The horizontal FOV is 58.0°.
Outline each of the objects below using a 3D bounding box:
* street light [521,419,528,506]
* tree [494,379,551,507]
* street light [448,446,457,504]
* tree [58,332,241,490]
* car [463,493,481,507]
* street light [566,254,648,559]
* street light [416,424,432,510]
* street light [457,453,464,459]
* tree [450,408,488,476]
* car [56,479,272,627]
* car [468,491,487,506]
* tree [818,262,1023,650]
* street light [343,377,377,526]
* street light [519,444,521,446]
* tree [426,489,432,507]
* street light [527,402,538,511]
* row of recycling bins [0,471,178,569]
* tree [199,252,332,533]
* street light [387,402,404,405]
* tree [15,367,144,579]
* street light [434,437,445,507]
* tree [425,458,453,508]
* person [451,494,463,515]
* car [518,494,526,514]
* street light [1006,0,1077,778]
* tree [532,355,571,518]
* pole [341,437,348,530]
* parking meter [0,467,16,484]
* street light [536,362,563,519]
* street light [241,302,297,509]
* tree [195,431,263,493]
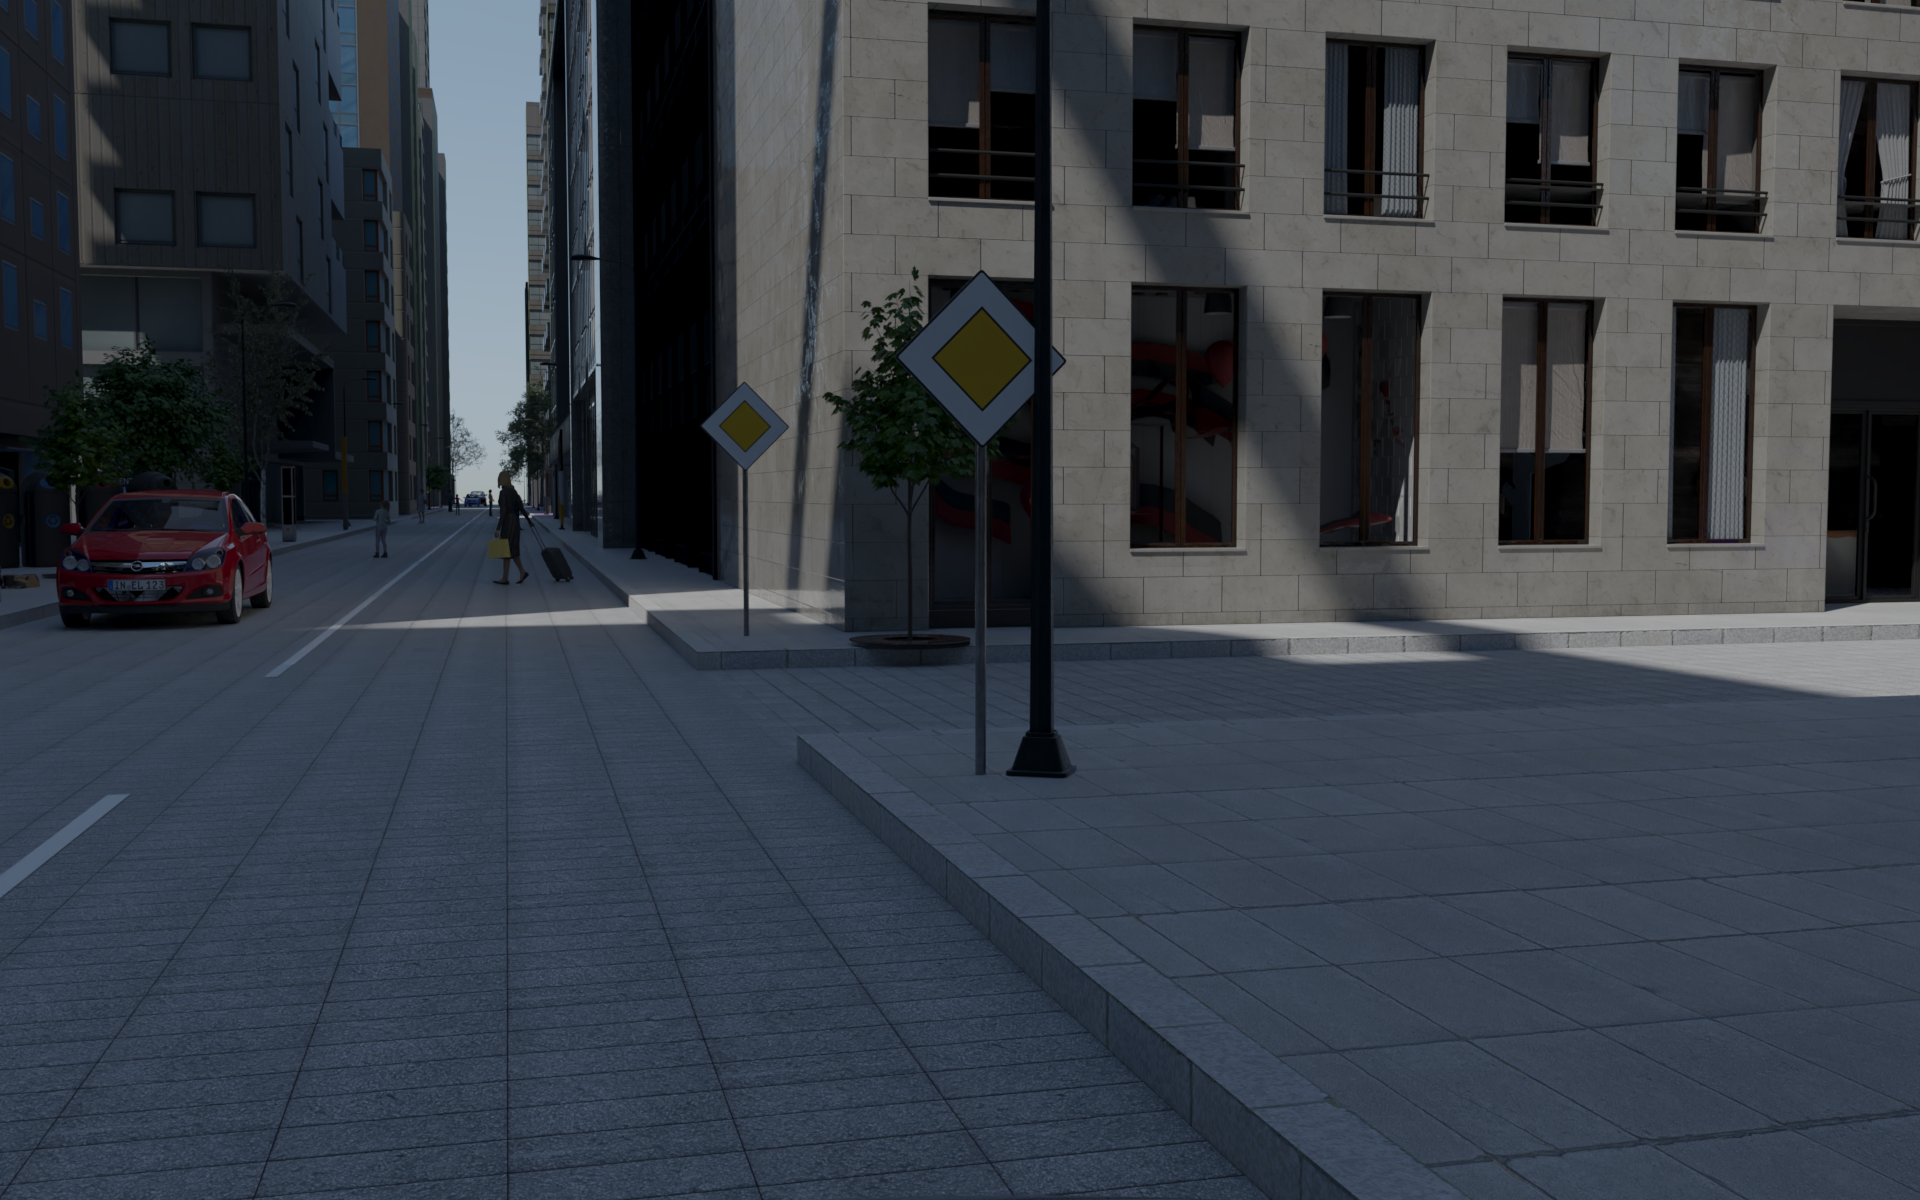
[{"bbox_3d":[-26.234,-8.245,107.348,1.470,5.913,1.316,-1,4,-15],"label":"street light"},{"bbox_3d":[-41.548,-15.604,172.126,9.611,12.733,9.660,0,3,0],"label":"tree"},{"bbox_3d":[-49.948,-11.977,168.364,1.470,5.913,1.316,-1,4,-15],"label":"street light"},{"bbox_3d":[-16.452,-3.152,35.249,4.285,4.588,4.351,0,3,0],"label":"tree"},{"bbox_3d":[-55.494,-11.458,196.931,1.945,1.707,3.694,-1,4,-15],"label":"car"},{"bbox_3d":[-6.862,-3.748,33.820,1.470,5.913,1.316,-1,4,-15],"label":"street light"},{"bbox_3d":[-35.936,-8.700,114.786,1.470,5.913,1.316,-1,4,-15],"label":"street light"},{"bbox_3d":[-57.060,-13.621,195.237,1.470,5.913,1.316,-1,4,-15],"label":"street light"},{"bbox_3d":[-70.368,-20.116,239.267,12.009,13.543,11.850,0,3,0],"label":"tree"},{"bbox_3d":[-9.176,-0.682,20.187,2.155,1.783,4.494,-1,4,-15],"label":"car"},{"bbox_3d":[-56.186,-11.807,201.714,2.281,1.827,5.304,-1,4,-14],"label":"car"},{"bbox_3d":[-0.414,-1.220,14.542,1.663,3.219,1.824,0,3,0],"label":"tree"},{"bbox_3d":[-23.870,-5.891,68.860,1.470,5.913,1.316,-1,4,-15],"label":"street light"},{"bbox_3d":[-33.368,-9.909,134.549,1.470,5.913,1.316,-1,4,-15],"label":"street light"},{"bbox_3d":[-51.453,-10.512,166.477,1.663,3.219,1.824,0,3,0],"label":"tree"},{"bbox_3d":[-21.094,-7.065,88.049,1.470,5.913,1.316,-1,4,-15],"label":"street light"},{"bbox_3d":[-15.817,-1.452,30.845,3.534,1.692,1.069,-3,5,-44],"label":"row of recycling bins"},{"bbox_3d":[-21.485,-6.293,53.259,4.360,8.622,3.978,0,3,0],"label":"tree"},{"bbox_3d":[-28.870,-7.048,87.780,1.470,5.913,1.316,-1,4,-15],"label":"street light"},{"bbox_3d":[-13.510,-1.952,26.511,1.663,3.219,1.824,0,3,0],"label":"tree"},{"bbox_3d":[-42.887,-10.342,141.638,1.470,5.913,1.316,-1,4,-15],"label":"street light"},{"bbox_3d":[-48.314,-10.731,159.171,4.285,4.588,4.351,0,3,0],"label":"tree"},{"bbox_3d":[-34.191,-6.499,117.977,0.991,1.433,0.599,-3,5,-43],"label":"person"},{"bbox_3d":[-32.984,-7.170,127.460,2.015,1.641,3.980,-1,4,-13],"label":"car"},{"bbox_3d":[-0.149,-2.148,7.665,1.470,5.913,1.316,-1,4,-15],"label":"street light"},{"bbox_3d":[-20.724,-8.652,91.827,4.360,8.622,3.978,0,3,0],"label":"tree"},{"bbox_3d":[-21.958,-4.158,61.822,0.158,3.312,0.155,0,3,0],"label":"pole"},{"bbox_3d":[-19.562,-1.820,35.467,0.399,1.863,0.255,0,4,-6],"label":"parking meter"},{"bbox_3d":[-14.086,-5.423,61.211,1.470,5.913,1.316,-1,4,-15],"label":"street light"},{"bbox_3d":[-16.760,-4.248,41.997,1.470,5.913,1.316,-1,4,-15],"label":"street light"},{"bbox_3d":[-20.251,-3.228,47.382,1.663,3.219,1.824,0,3,0],"label":"tree"}]
